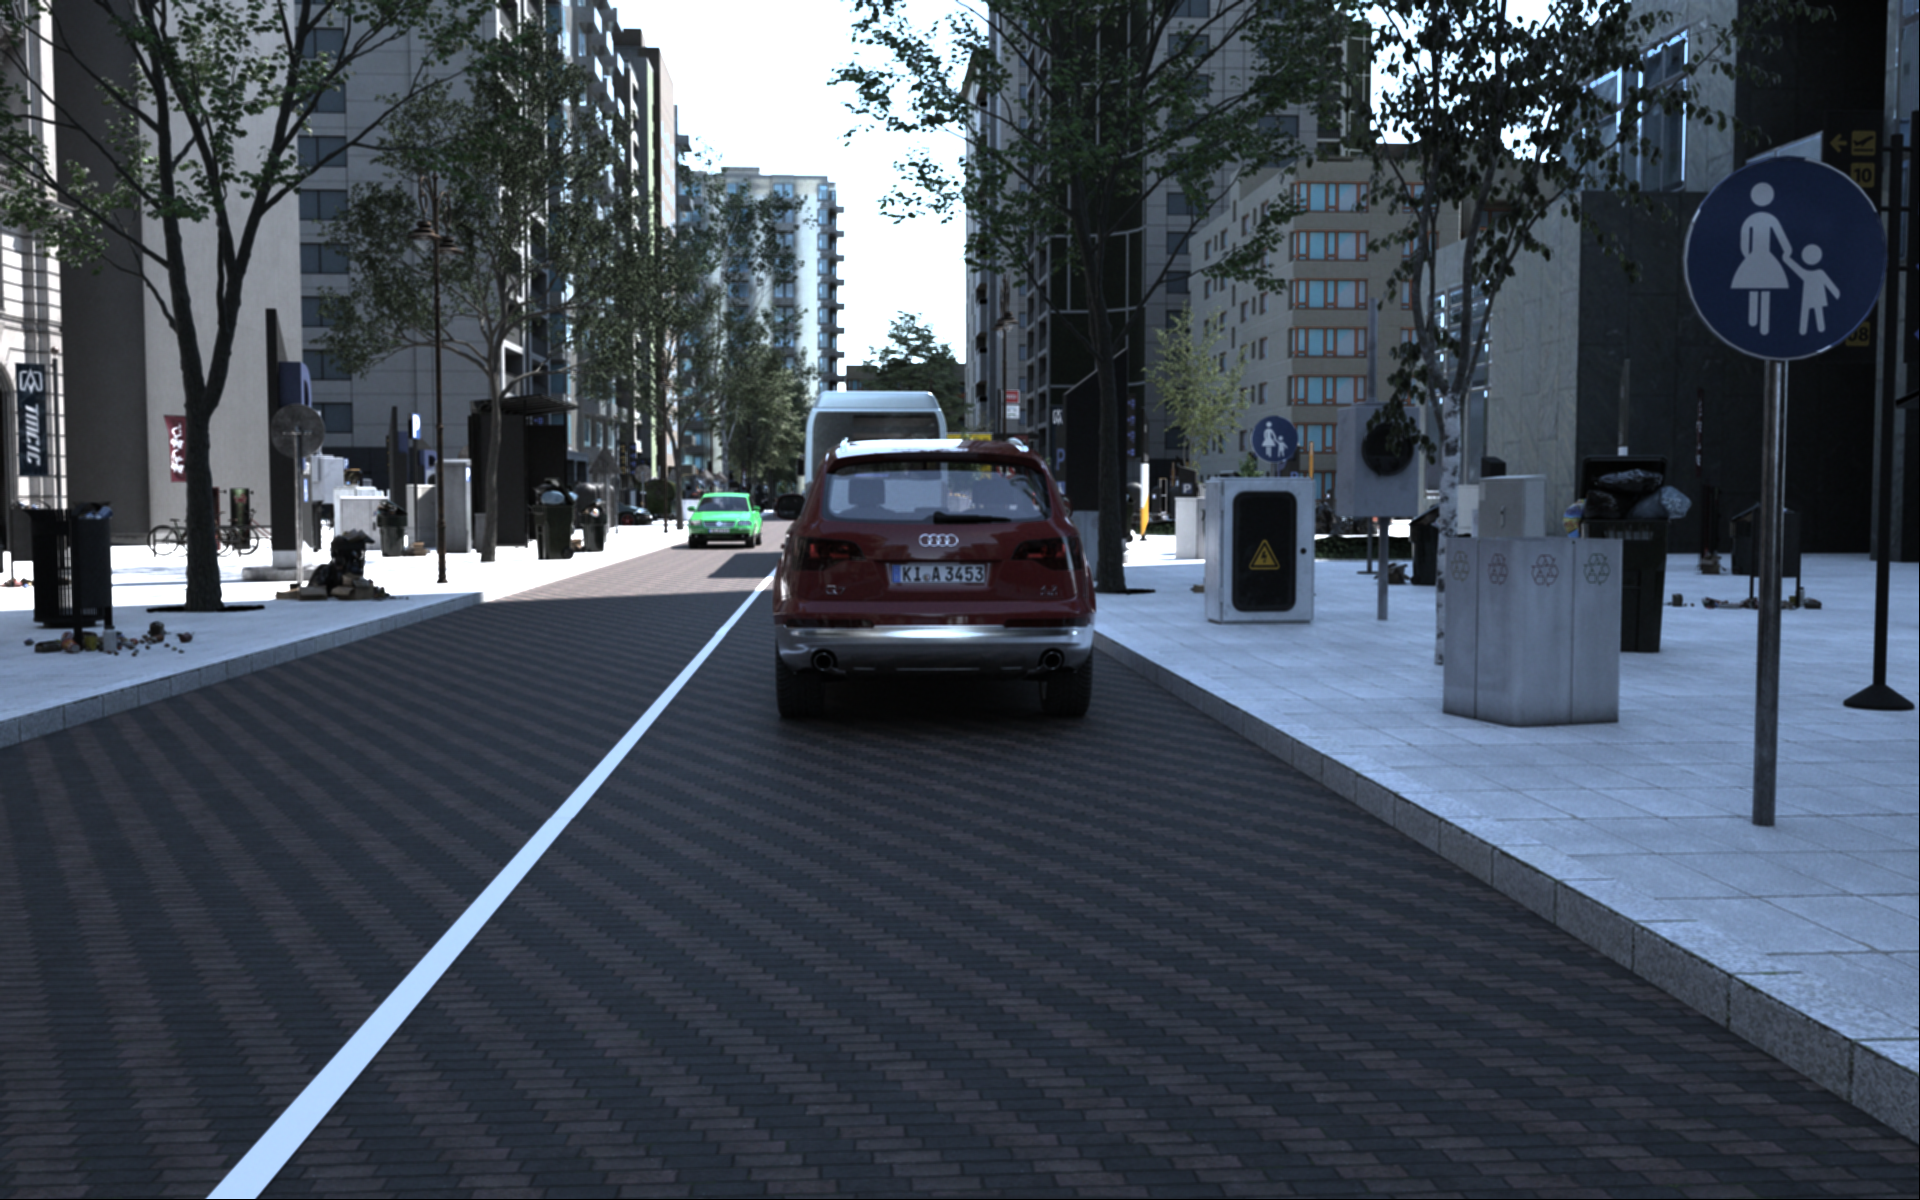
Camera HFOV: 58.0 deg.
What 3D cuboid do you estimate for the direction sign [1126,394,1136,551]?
[{"bbox_3d":[3.685,-2.884,39.149,0.379,3.537,0.876,3,5,43],"label":"direction sign"}]

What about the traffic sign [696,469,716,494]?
[{"bbox_3d":[-9.971,-3.935,67.978,0.795,2.450,0.064,0,4,-4],"label":"traffic sign"}]

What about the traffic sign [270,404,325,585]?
[{"bbox_3d":[-9.345,-1.489,24.449,0.768,2.556,0.104,0,4,-2],"label":"traffic sign"}]

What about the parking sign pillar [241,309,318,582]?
[{"bbox_3d":[-10.022,-2.291,25.927,1.447,3.967,1.447,-1,4,-13],"label":"parking sign pillar"}]

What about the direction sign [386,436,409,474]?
[{"bbox_3d":[-21.734,-4.588,67.005,0.876,3.537,0.379,0,4,3],"label":"direction sign"}]

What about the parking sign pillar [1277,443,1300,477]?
[{"bbox_3d":[12.478,-4.728,65.777,1.447,3.967,1.447,-1,4,-9],"label":"parking sign pillar"}]

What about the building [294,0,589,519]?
[{"bbox_3d":[-32.316,-40.317,97.437,20.563,71.187,20.611,0,4,-4],"label":"building"}]

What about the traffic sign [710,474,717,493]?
[{"bbox_3d":[-15.415,-6.642,108.694,0.768,2.556,0.104,0,4,3],"label":"traffic sign"}]

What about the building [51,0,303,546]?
[{"bbox_3d":[-32.341,-15.576,48.171,24.014,27.812,14.314,0,4,-4],"label":"building"}]

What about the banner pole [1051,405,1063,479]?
[{"bbox_3d":[2.560,-3.238,42.966,0.863,3.779,0.401,-3,4,-38],"label":"banner pole"}]

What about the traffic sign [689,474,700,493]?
[{"bbox_3d":[-17.022,-6.807,111.395,0.768,2.556,0.104,0,4,2],"label":"traffic sign"}]

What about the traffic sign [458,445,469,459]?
[{"bbox_3d":[-12.388,-2.687,44.038,0.768,2.556,0.104,0,4,3],"label":"traffic sign"}]

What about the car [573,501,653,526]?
[{"bbox_3d":[-14.974,-3.822,72.271,4.222,1.686,2.009,0,4,-2],"label":"car"}]

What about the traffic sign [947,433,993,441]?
[{"bbox_3d":[-0.038,-3.888,57.443,2.265,3.308,0.079,0,4,5],"label":"traffic sign"}]

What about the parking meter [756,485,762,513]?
[{"bbox_3d":[-13.532,-6.765,116.325,0.255,1.863,0.399,-3,4,-39],"label":"parking meter"}]

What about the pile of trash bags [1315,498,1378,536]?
[{"bbox_3d":[12.267,-2.701,53.918,1.912,1.369,3.447,-1,4,-15],"label":"pile of trash bags"}]

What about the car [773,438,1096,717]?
[{"bbox_3d":[-0.240,-0.246,12.693,2.281,1.827,5.304,0,4,-3],"label":"car"}]

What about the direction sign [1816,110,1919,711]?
[{"bbox_3d":[5.536,-1.121,10.330,0.876,3.537,0.379,0,4,-2],"label":"direction sign"}]

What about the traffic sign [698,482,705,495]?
[{"bbox_3d":[-15.830,-6.544,107.100,0.768,2.556,0.104,0,4,-1],"label":"traffic sign"}]

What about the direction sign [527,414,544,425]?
[{"bbox_3d":[-12.060,-3.462,48.596,0.876,3.537,0.379,-3,5,-40],"label":"direction sign"}]

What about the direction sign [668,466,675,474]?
[{"bbox_3d":[-23.892,-9.260,143.391,0.379,3.537,0.876,-3,5,-41],"label":"direction sign"}]

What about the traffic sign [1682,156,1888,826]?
[{"bbox_3d":[3.121,-0.400,6.648,0.768,2.556,0.104,0,4,1],"label":"traffic sign"}]

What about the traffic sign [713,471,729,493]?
[{"bbox_3d":[-10.512,-4.422,75.945,0.795,2.450,0.064,0,4,-4],"label":"traffic sign"}]

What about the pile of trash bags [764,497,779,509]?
[{"bbox_3d":[-17.085,-8.499,148.712,3.447,1.369,1.912,-1,4,-9],"label":"pile of trash bags"}]

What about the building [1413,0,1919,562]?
[{"bbox_3d":[24.638,-43.891,30.293,22.319,86.520,31.000,0,4,-4],"label":"building"}]

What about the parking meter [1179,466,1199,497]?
[{"bbox_3d":[4.806,-1.877,36.407,0.399,1.863,0.255,1,4,18],"label":"parking meter"}]

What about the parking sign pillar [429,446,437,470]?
[{"bbox_3d":[-23.389,-5.366,76.210,1.447,3.967,1.447,1,4,20],"label":"parking sign pillar"}]

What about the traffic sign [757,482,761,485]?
[{"bbox_3d":[-16.280,-8.486,139.928,0.795,2.450,0.064,0,4,2],"label":"traffic sign"}]

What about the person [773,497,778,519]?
[{"bbox_3d":[-10.592,-5.303,99.877,0.362,1.253,0.373,-1,4,-13],"label":"person"}]

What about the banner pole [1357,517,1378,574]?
[{"bbox_3d":[6.682,-2.326,28.054,0.401,3.779,0.863,1,4,19],"label":"banner pole"}]

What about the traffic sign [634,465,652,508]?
[{"bbox_3d":[-13.692,-4.567,74.778,0.768,2.556,0.104,0,4,6],"label":"traffic sign"}]

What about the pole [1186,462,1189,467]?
[{"bbox_3d":[14.362,-7.058,109.243,0.158,3.312,0.155,0,3,0],"label":"pole"}]

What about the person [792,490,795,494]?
[{"bbox_3d":[-14.318,-8.614,149.738,0.661,1.777,0.834,3,5,45],"label":"person"}]

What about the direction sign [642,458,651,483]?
[{"bbox_3d":[-19.679,-7.166,109.166,0.379,3.537,0.876,-2,4,-35],"label":"direction sign"}]

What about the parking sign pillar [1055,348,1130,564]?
[{"bbox_3d":[2.425,-2.662,31.996,1.447,3.967,1.447,-2,4,-26],"label":"parking sign pillar"}]

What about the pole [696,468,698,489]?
[{"bbox_3d":[-20.714,-8.732,136.617,0.158,3.312,0.155,0,3,0],"label":"pole"}]

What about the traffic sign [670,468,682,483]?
[{"bbox_3d":[-14.334,-5.292,86.525,0.884,2.594,0.081,0,4,-3],"label":"traffic sign"}]

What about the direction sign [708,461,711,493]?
[{"bbox_3d":[-17.133,-7.743,118.592,0.379,3.537,0.876,0,4,8],"label":"direction sign"}]

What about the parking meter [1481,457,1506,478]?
[{"bbox_3d":[8.295,-1.300,26.974,0.255,1.863,0.399,-1,4,-9],"label":"parking meter"}]

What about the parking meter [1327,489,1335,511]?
[{"bbox_3d":[17.490,-4.484,81.726,0.372,1.533,0.369,0,3,0],"label":"parking meter"}]

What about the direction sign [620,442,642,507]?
[{"bbox_3d":[-14.548,-5.129,75.864,0.876,3.537,0.379,-3,5,-43],"label":"direction sign"}]

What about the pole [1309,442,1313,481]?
[{"bbox_3d":[13.681,-4.505,67.507,0.158,3.312,0.155,0,3,0],"label":"pole"}]

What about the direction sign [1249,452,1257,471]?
[{"bbox_3d":[15.737,-6.192,93.237,0.379,3.537,0.876,-2,4,-24],"label":"direction sign"}]

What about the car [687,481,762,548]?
[{"bbox_3d":[-6.401,-2.359,47.365,1.959,1.807,4.718,0,4,-3],"label":"car"}]

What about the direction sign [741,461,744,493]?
[{"bbox_3d":[-14.835,-7.725,118.297,0.379,3.537,0.876,-1,4,-16],"label":"direction sign"}]

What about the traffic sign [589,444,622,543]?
[{"bbox_3d":[-9.279,-2.772,45.334,0.884,2.594,0.081,0,4,1],"label":"traffic sign"}]

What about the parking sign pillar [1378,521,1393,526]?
[{"bbox_3d":[16.704,-4.970,69.725,1.447,3.967,1.447,-2,4,-26],"label":"parking sign pillar"}]

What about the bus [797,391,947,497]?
[{"bbox_3d":[-2.090,-2.616,37.636,2.948,3.499,13.247,0,4,-5],"label":"bus"}]

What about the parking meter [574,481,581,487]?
[{"bbox_3d":[-17.008,-4.369,77.150,0.255,1.863,0.399,1,4,15],"label":"parking meter"}]

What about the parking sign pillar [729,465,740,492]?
[{"bbox_3d":[-18.225,-9.157,138.194,1.447,3.967,1.447,-1,4,-18],"label":"parking sign pillar"}]

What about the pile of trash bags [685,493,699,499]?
[{"bbox_3d":[-14.796,-5.386,97.817,1.912,1.369,3.447,-1,4,-17],"label":"pile of trash bags"}]

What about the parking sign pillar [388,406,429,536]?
[{"bbox_3d":[-17.482,-4.001,53.893,1.447,3.967,1.447,-2,4,-24],"label":"parking sign pillar"}]

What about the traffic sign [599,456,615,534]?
[{"bbox_3d":[-11.377,-3.419,56.004,0.768,2.556,0.104,0,4,-4],"label":"traffic sign"}]

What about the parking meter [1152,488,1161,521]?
[{"bbox_3d":[7.874,-3.727,69.340,0.372,1.533,0.369,0,3,0],"label":"parking meter"}]

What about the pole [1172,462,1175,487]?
[{"bbox_3d":[13.525,-7.099,109.916,0.158,3.312,0.155,0,3,0],"label":"pole"}]

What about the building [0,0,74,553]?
[{"bbox_3d":[-25.647,-11.353,27.418,13.314,21.916,24.055,0,4,-4],"label":"building"}]

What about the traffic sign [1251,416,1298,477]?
[{"bbox_3d":[5.110,-1.720,28.227,0.768,2.556,0.104,0,4,1],"label":"traffic sign"}]
